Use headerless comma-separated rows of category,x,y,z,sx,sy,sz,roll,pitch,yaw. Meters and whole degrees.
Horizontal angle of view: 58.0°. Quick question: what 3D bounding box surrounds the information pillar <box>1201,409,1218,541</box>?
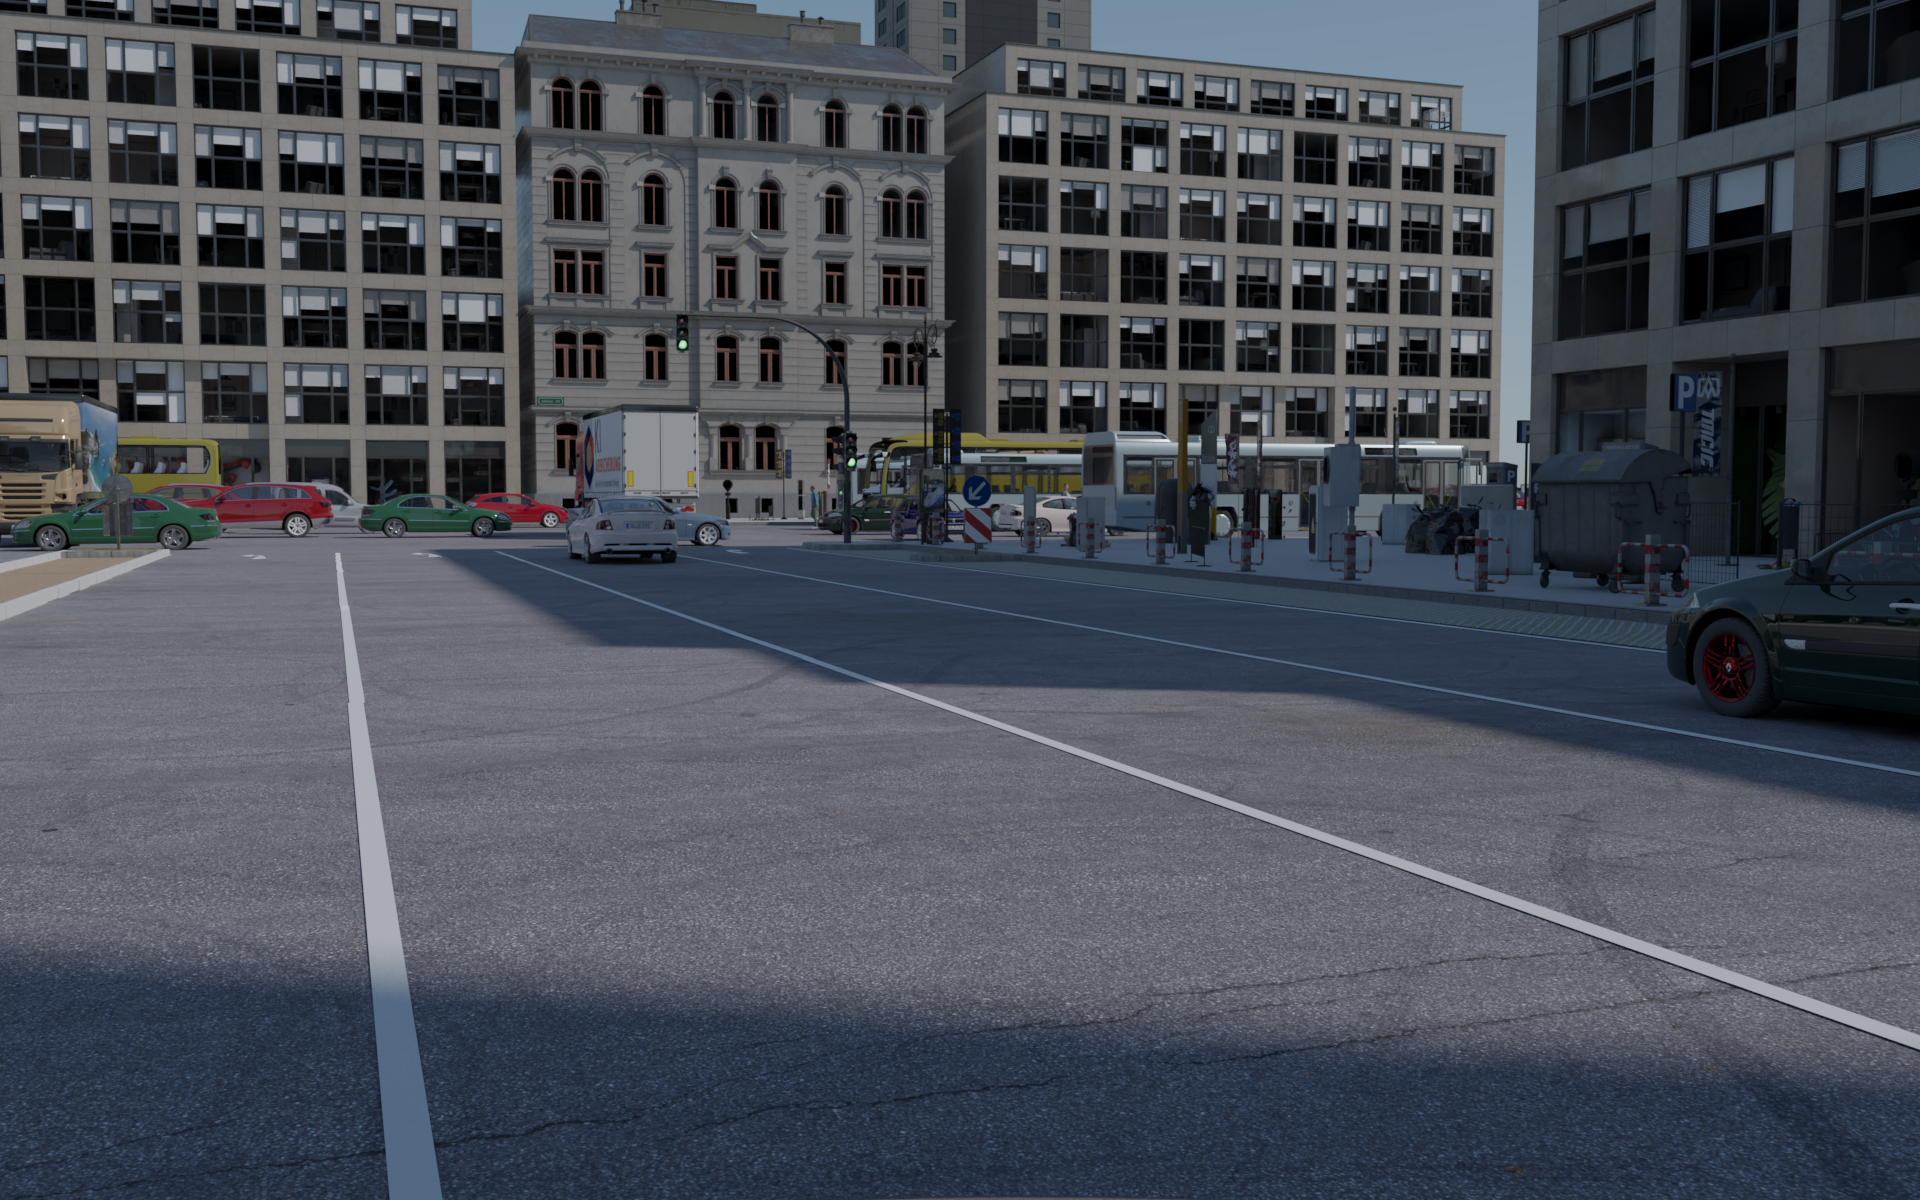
information pillar,6.895,-3.458,47.892,0.504,3.616,0.183,3,5,39

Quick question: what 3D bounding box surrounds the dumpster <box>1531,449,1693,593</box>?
dumpster,8.699,-1.062,23.121,1.264,1.857,1.865,-1,4,-20

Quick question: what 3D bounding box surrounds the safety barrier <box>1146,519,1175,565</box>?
safety barrier,3.657,-1.057,31.560,0.300,0.817,1.120,-1,4,-20

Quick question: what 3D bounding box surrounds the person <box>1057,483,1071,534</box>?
person,3.724,-3.250,61.666,0.581,1.822,0.654,-3,5,-44

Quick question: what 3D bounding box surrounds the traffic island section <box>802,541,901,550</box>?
traffic island section,-2.925,-1.402,45.199,2.009,0.180,2.903,-1,4,-20

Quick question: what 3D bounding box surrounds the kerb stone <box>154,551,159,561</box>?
kerb stone,-17.201,-0.892,36.848,0.120,0.150,1.000,-1,4,-20

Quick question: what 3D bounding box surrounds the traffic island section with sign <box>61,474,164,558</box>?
traffic island section with sign,-19.297,-1.920,39.524,2.006,1.907,1.989,-1,4,-20

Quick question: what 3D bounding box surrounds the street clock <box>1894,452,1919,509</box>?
street clock,16.159,-1.527,29.535,0.358,2.002,0.471,-1,4,-10

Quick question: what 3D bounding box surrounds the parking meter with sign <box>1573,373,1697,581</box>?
parking meter with sign,10.002,-1.809,25.841,0.543,3.016,1.738,-2,4,-35

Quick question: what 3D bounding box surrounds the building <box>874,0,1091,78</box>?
building,0.925,-46.056,191.272,20.611,71.187,20.563,-1,4,-20

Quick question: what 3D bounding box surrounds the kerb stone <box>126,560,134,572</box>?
kerb stone,-15.432,-0.598,32.012,0.120,0.150,1.000,-1,4,-20

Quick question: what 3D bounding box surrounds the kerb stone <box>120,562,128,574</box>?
kerb stone,-15.082,-0.541,31.043,0.120,0.150,1.000,-1,4,-20

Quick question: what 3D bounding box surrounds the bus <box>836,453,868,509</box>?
bus,0.962,-5.238,80.495,13.247,3.499,2.948,-1,4,-21

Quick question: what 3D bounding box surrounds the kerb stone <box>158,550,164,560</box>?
kerb stone,-17.552,-0.956,37.820,0.120,0.150,1.000,-1,4,-20

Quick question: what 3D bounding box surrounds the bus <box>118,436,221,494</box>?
bus,-34.873,-4.558,66.067,12.252,3.916,2.896,-1,4,-21

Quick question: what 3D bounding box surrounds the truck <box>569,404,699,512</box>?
truck,-11.347,-4.315,59.456,2.839,4.237,11.283,-1,4,-21

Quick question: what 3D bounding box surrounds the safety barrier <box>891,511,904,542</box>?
safety barrier,-1.669,-1.952,46.188,0.300,0.817,1.120,-1,4,-20

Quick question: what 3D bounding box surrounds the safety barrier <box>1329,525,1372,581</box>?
safety barrier,5.787,-0.698,25.695,0.300,0.817,1.120,-1,4,-20

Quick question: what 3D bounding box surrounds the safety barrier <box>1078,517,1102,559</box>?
safety barrier,2.589,-1.236,34.482,0.300,0.817,1.120,-1,4,-20

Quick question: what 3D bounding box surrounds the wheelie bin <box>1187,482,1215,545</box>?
wheelie bin,6.098,-2.208,44.004,0.693,1.594,0.980,1,4,14

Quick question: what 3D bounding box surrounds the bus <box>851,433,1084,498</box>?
bus,1.831,-4.853,70.897,12.252,3.916,2.896,-1,4,-20

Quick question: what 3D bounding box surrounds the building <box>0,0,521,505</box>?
building,-41.547,-17.483,90.366,34.151,26.468,19.350,-1,4,-20

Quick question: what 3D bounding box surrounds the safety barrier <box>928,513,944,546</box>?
safety barrier,-0.602,-1.773,43.265,0.300,0.817,1.120,-1,4,-20

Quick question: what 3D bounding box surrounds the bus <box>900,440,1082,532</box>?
bus,3.740,-4.447,67.573,13.247,3.499,2.948,-1,4,-20

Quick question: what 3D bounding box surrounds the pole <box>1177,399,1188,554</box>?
pole,4.774,-2.648,37.133,0.158,3.312,0.155,0,3,0

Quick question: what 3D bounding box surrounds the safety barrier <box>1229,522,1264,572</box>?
safety barrier,4.727,-0.877,28.621,0.300,0.817,1.120,-1,4,-20

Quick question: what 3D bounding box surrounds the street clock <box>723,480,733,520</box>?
street clock,-11.652,-5.039,86.954,0.471,2.002,0.358,1,4,12

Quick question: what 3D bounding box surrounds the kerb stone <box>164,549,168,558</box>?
kerb stone,-17.909,-1.016,38.801,0.120,0.150,1.000,-1,4,-20

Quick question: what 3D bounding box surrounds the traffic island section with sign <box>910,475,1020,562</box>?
traffic island section with sign,0.001,-1.742,37.117,1.989,1.847,2.006,-1,4,-20

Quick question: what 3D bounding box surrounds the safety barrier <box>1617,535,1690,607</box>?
safety barrier,7.925,-0.339,19.819,0.300,0.817,1.120,-1,4,-20

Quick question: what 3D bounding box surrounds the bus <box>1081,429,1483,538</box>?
bus,10.354,-3.601,53.733,13.247,3.499,2.948,-1,4,-19

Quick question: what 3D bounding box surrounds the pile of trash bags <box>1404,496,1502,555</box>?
pile of trash bags,11.415,-1.683,37.270,3.447,1.369,1.912,0,4,0

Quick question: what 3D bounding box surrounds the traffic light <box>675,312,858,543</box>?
traffic light,-4.903,-4.254,44.222,4.771,5.953,1.251,-1,4,-20

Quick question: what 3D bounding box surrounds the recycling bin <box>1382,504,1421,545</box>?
recycling bin,11.245,-1.931,44.123,0.722,1.027,0.722,3,5,44

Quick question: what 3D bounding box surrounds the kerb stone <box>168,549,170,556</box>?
kerb stone,-18.255,-1.073,39.768,0.120,0.150,1.000,-1,4,-20

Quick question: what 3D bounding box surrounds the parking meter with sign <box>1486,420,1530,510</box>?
parking meter with sign,13.033,-2.776,41.645,0.543,3.016,1.738,-2,4,-23

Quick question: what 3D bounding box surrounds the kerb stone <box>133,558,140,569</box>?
kerb stone,-15.788,-0.659,32.976,0.120,0.150,1.000,-1,4,-20

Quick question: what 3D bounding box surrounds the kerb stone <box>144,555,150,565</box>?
kerb stone,-16.487,-0.778,34.911,0.120,0.150,1.000,-1,4,-20

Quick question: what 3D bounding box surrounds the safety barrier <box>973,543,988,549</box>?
safety barrier,0.462,-1.594,40.337,0.300,0.817,1.120,-1,4,-20

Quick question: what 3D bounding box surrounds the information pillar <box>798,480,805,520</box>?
information pillar,-8.018,-5.072,87.413,0.304,2.012,0.304,1,4,8

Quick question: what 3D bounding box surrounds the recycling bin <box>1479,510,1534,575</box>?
recycling bin,8.752,-0.930,27.760,0.722,1.027,0.722,0,4,5

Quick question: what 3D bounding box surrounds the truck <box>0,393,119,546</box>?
truck,-26.434,-3.755,50.315,2.839,4.237,11.283,-1,4,-20

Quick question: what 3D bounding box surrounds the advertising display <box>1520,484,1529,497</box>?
advertising display,36.344,-6.459,110.824,0.974,1.923,0.123,0,4,6

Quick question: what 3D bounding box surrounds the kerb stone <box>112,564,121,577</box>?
kerb stone,-14.733,-0.481,30.075,0.120,0.150,1.000,-1,4,-20

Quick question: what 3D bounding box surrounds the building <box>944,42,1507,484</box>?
building,14.149,-18.678,109.896,34.151,26.468,19.350,-1,4,-20

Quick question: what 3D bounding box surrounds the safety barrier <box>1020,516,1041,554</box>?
safety barrier,1.528,-1.415,37.413,0.300,0.817,1.120,-1,4,-20

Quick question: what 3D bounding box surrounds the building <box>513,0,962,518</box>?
building,-13.304,-18.939,97.044,23.554,28.519,14.401,-1,4,-20

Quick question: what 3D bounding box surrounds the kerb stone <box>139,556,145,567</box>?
kerb stone,-16.136,-0.716,33.943,0.120,0.150,1.000,-1,4,-20

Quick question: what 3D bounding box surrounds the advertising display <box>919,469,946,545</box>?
advertising display,-0.705,-2.382,44.164,0.123,1.923,0.974,3,4,36

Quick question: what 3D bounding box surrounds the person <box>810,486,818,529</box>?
person,-6.009,-3.858,71.927,0.444,1.785,0.601,0,4,1

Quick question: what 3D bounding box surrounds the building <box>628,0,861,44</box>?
building,-22.521,-33.326,168.584,21.300,48.544,21.600,-1,4,-20

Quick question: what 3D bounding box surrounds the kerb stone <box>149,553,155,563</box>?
kerb stone,-16.840,-0.837,35.886,0.120,0.150,1.000,-1,4,-20

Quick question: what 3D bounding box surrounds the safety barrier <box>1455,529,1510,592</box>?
safety barrier,6.855,-0.519,22.765,0.300,0.817,1.120,-1,4,-20

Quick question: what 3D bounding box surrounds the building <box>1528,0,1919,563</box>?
building,27.766,-13.547,26.017,19.350,26.468,34.151,-1,4,-20
